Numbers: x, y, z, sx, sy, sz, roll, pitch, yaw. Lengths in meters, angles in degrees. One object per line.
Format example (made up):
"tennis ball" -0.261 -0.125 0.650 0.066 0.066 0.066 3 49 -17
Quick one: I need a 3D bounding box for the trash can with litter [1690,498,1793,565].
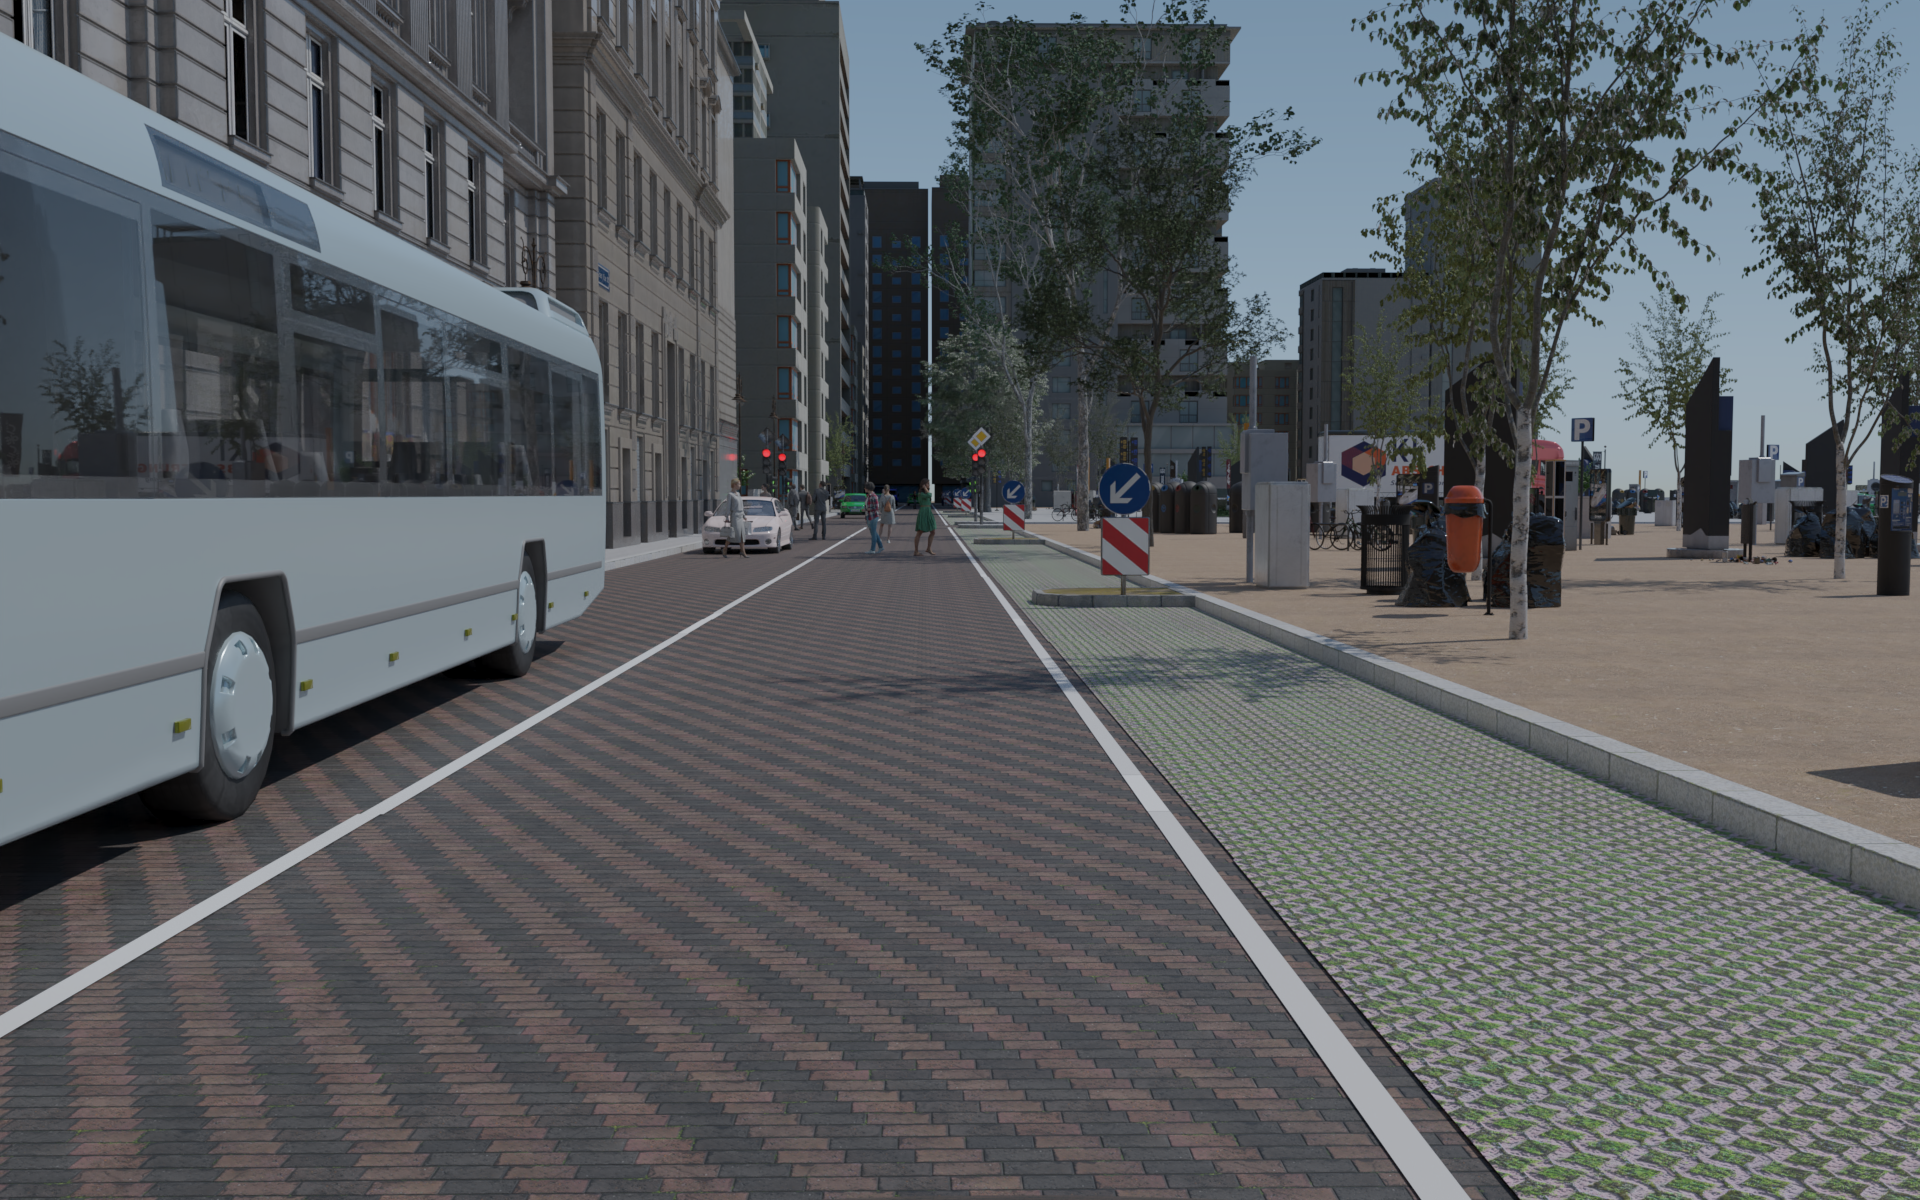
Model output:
"trash can with litter" 14.717 -1.306 32.415 1.678 1.210 2.233 1 4 14

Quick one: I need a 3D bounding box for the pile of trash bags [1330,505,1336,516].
"pile of trash bags" 19.525 -4.892 89.739 1.912 1.369 3.447 -3 4 -37

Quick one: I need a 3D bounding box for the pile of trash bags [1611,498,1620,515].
"pile of trash bags" 38.941 -5.887 106.008 3.447 1.369 1.912 -2 4 -33

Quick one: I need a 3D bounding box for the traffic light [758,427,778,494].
"traffic light" -8.030 -5.101 72.322 0.839 4.253 0.868 0 4 -1

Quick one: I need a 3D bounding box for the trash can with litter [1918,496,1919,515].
"trash can with litter" 63.315 -6.280 113.736 1.678 1.210 2.233 -1 4 -15

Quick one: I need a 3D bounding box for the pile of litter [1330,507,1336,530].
"pile of litter" 13.143 -2.838 60.367 1.719 0.858 1.176 2 4 28

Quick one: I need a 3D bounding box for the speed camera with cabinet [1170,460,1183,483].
"speed camera with cabinet" 13.433 -6.579 101.906 2.038 3.252 0.660 1 4 17

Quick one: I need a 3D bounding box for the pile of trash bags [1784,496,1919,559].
"pile of trash bags" 18.702 -1.546 35.032 3.447 1.369 1.912 0 4 1

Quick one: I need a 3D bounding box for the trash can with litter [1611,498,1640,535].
"trash can with litter" 20.627 -2.612 54.095 1.055 1.170 0.624 0 4 -5

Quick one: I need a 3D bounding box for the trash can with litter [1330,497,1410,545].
"trash can with litter" 10.664 -2.037 44.369 1.678 1.210 2.233 2 4 29

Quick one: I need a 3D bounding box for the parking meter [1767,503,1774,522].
"parking meter" 37.901 -4.604 80.981 0.255 1.863 0.399 3 5 40

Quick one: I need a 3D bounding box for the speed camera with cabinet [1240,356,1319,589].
"speed camera with cabinet" 4.404 -1.828 24.217 0.660 3.252 2.038 0 4 -1

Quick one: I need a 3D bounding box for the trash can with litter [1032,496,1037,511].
"trash can with litter" 5.638 -7.418 132.671 0.624 1.170 1.055 -1 4 -20

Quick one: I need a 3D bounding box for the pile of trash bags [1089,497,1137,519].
"pile of trash bags" 7.730 -4.904 89.927 3.447 1.369 1.912 1 4 12

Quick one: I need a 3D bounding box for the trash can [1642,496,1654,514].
"trash can" 45.247 -6.253 113.886 0.748 1.137 0.748 0 3 0

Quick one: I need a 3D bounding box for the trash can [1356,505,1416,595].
"trash can" 5.446 -0.644 22.189 0.748 1.137 0.748 0 3 0

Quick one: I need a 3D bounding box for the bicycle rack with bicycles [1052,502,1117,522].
"bicycle rack with bicycles" 6.140 -4.182 81.761 2.925 0.926 2.852 2 4 33

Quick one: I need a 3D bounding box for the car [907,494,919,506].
"car" -5.545 -12.466 212.609 1.959 1.807 4.718 0 3 0

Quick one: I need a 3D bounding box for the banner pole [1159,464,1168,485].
"banner pole" 16.877 -9.359 143.036 0.863 3.779 0.401 1 4 15

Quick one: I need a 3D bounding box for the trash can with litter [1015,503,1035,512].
"trash can with litter" 4.355 -7.027 125.942 2.233 1.210 1.678 0 4 2

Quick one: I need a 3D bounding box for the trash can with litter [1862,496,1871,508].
"trash can with litter" 69.018 -7.292 130.282 1.678 1.210 2.233 -1 4 -21

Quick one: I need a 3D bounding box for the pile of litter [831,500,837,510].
"pile of litter" -10.685 -7.952 143.984 1.176 0.858 1.719 2 4 32

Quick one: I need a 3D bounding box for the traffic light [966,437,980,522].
"traffic light" 0.713 -5.602 80.506 0.839 4.253 0.868 0 4 -1

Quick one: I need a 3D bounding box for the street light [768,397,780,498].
"street light" -8.645 -6.597 80.646 0.468 5.910 1.993 0 4 -1

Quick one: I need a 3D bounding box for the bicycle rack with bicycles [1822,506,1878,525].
"bicycle rack with bicycles" 26.953 -2.386 52.392 2.925 0.926 2.852 -1 4 -13

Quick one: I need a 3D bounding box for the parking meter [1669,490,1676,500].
"parking meter" 44.113 -6.043 107.222 0.372 1.533 0.369 0 3 0

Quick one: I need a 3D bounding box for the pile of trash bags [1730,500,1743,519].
"pile of trash bags" 40.475 -4.831 88.734 1.912 1.369 3.447 -2 4 -33

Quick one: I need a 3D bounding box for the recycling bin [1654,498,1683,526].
"recycling bin" 28.217 -3.459 69.111 0.722 1.027 0.722 -3 5 -44

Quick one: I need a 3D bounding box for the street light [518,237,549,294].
"street light" -7.676 -3.583 31.364 0.468 5.910 1.993 0 4 -1

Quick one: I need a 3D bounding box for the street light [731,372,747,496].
"street light" -8.351 -5.684 65.721 0.468 5.910 1.993 0 4 -1

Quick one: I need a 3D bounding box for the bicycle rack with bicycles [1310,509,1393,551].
"bicycle rack with bicycles" 9.018 -1.618 39.841 2.852 0.926 2.925 -2 4 -28

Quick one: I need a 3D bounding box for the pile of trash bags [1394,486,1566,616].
"pile of trash bags" 5.889 -0.611 19.742 1.912 1.369 3.447 1 4 21

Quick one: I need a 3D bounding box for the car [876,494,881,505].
"car" -7.694 -9.365 161.919 1.959 1.807 4.718 0 4 -1

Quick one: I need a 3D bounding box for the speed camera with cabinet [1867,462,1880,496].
"speed camera with cabinet" 54.935 -6.797 105.471 2.038 3.252 0.660 1 4 13

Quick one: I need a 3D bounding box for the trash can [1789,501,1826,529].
"trash can" 18.367 -1.586 37.584 0.748 1.137 0.748 0 3 0

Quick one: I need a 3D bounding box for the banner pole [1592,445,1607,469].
"banner pole" 32.962 -6.066 89.199 0.863 3.779 0.401 0 4 1

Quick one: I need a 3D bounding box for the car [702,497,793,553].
"car" -5.266 -1.893 43.307 2.083 1.381 4.827 0 4 1

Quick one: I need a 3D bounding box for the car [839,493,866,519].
"car" -6.211 -5.757 102.921 1.959 1.807 4.718 0 4 -3

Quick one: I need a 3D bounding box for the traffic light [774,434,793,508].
"traffic light" -8.196 -5.589 80.306 0.839 4.253 0.868 0 4 -1

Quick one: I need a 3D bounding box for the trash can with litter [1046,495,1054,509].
"trash can with litter" 7.740 -8.269 146.251 1.678 1.210 2.233 2 4 28

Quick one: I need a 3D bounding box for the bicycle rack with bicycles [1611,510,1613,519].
"bicycle rack with bicycles" 30.111 -4.280 83.364 2.852 0.926 2.925 -3 5 -40

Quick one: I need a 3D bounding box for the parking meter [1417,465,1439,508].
"parking meter" 9.413 -1.782 34.845 0.399 1.863 0.255 1 4 22

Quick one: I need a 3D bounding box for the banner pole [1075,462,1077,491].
"banner pole" 9.030 -8.797 133.854 0.401 3.779 0.863 1 4 21

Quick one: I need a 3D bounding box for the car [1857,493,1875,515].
"car" 40.162 -4.280 78.767 4.718 1.807 1.959 0 4 -2

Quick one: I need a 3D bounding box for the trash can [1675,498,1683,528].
"trash can" 27.783 -3.350 66.430 0.748 1.137 0.748 0 3 0

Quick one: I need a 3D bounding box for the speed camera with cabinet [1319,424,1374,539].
"speed camera with cabinet" 10.888 -3.379 49.581 2.038 3.252 0.660 -2 4 -27

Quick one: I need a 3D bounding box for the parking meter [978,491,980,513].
"parking meter" 1.410 -6.831 120.095 0.372 1.533 0.369 0 3 0

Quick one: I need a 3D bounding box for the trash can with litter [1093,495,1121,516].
"trash can with litter" 8.511 -5.601 102.629 2.233 1.210 1.678 0 4 7

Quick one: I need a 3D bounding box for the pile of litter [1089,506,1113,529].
"pile of litter" 5.462 -3.095 64.563 1.719 0.858 1.176 1 4 22

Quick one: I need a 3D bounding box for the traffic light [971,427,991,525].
"traffic light" 0.879 -5.113 72.522 0.839 4.253 0.868 0 4 -1

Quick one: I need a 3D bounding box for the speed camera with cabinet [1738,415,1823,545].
"speed camera with cabinet" 20.762 -3.026 43.806 2.038 3.252 0.660 -1 4 -11

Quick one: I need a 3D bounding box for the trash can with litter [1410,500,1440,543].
"trash can with litter" 9.108 -1.359 33.602 0.624 1.170 1.055 3 5 43

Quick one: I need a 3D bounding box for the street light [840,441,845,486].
"street light" -10.035 -10.763 148.762 0.468 5.910 1.993 0 4 -1

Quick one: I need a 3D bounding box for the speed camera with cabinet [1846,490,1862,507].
"speed camera with cabinet" 37.028 -4.852 73.659 2.038 3.252 0.660 0 4 1
